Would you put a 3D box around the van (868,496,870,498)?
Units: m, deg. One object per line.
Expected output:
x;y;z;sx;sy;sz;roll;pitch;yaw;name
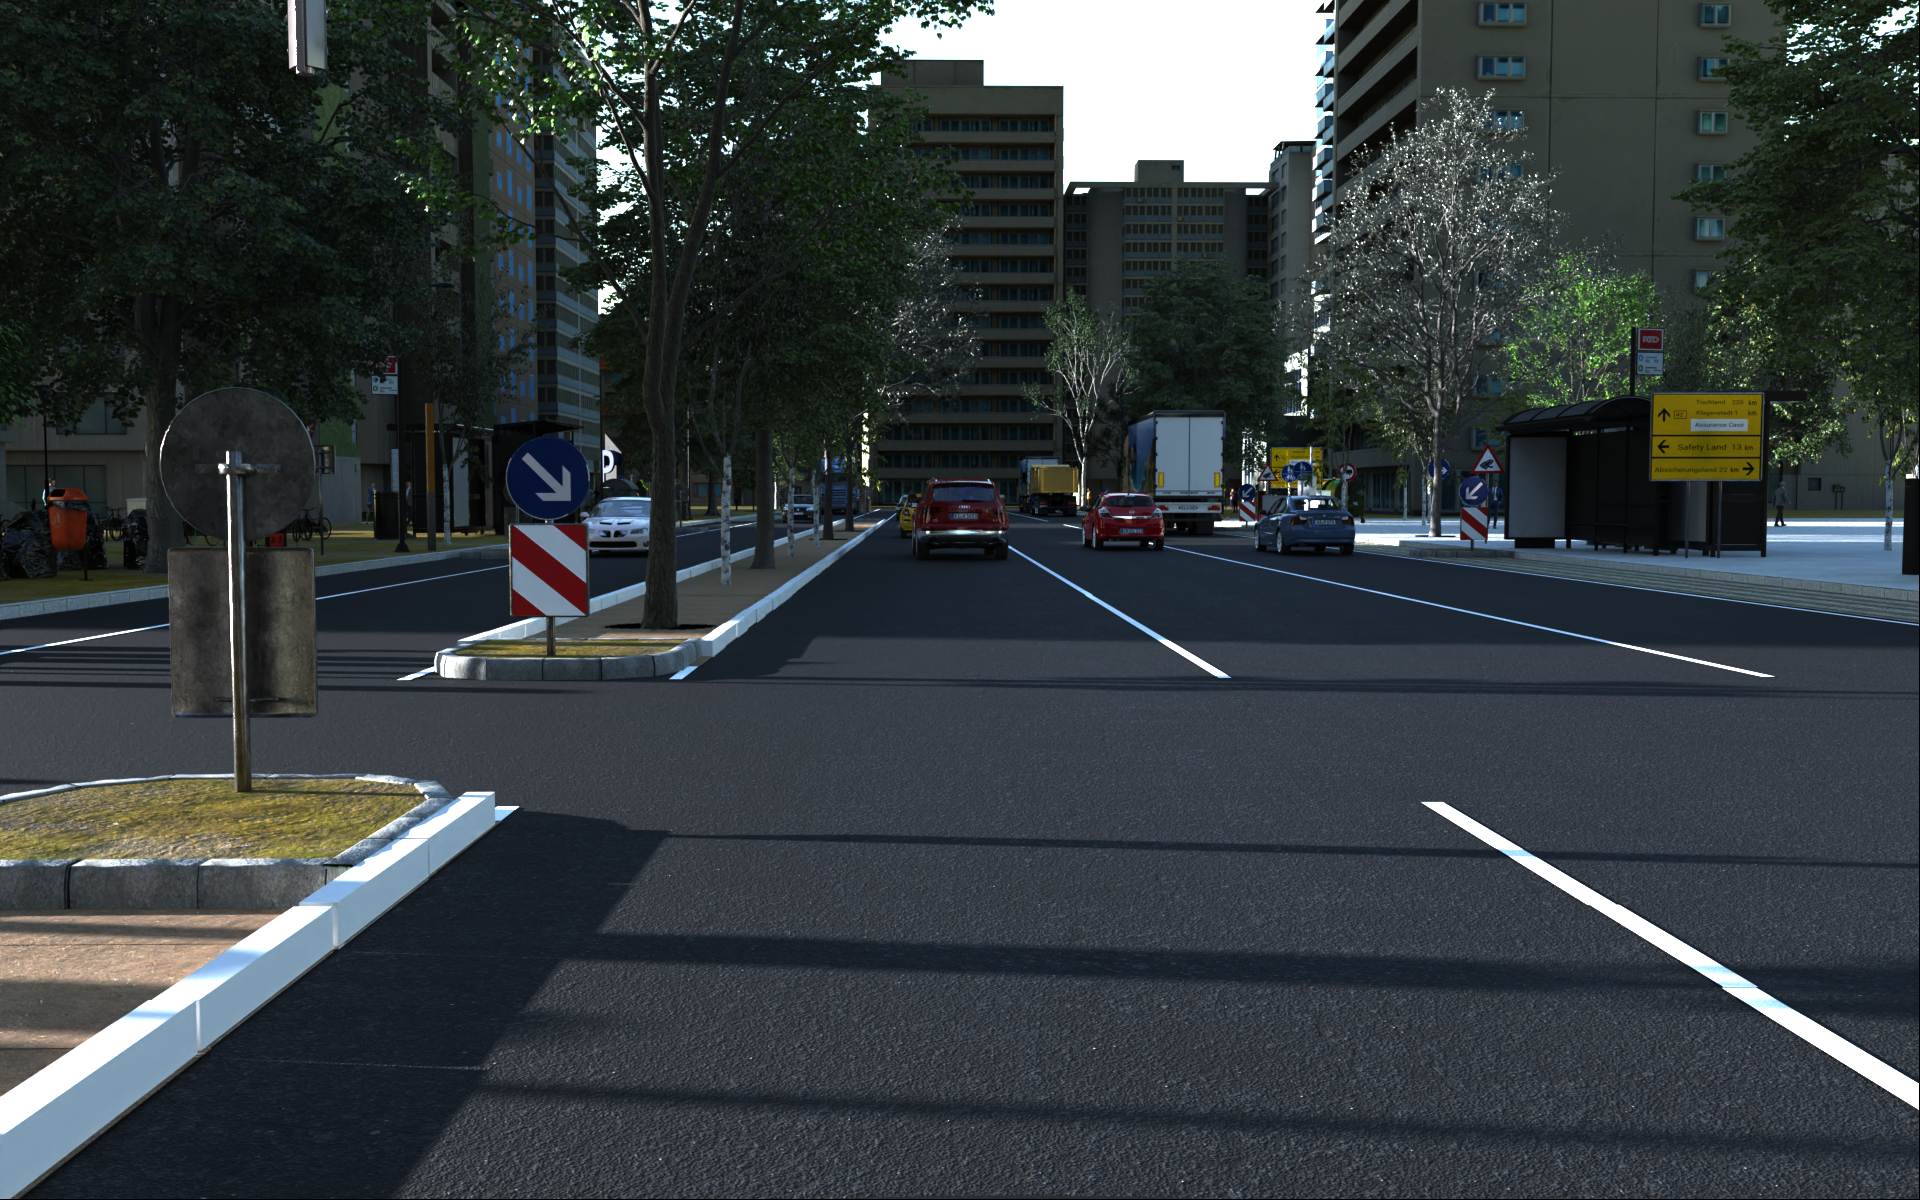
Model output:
-9.596;-9.687;165.389;2.013;2.044;4.112;0;4;0;van

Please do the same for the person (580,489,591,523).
-14.340;-3.653;65.968;0.583;1.804;0.606;0;4;7;person

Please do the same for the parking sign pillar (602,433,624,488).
-15.315;-5.372;76.303;1.447;3.967;1.447;-3;5;-44;parking sign pillar

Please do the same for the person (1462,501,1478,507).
19.507;-3.682;66.261;0.660;1.820;0.620;1;4;18;person

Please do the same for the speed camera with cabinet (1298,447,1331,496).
14.919;-4.807;72.928;0.660;3.252;2.038;3;4;37;speed camera with cabinet

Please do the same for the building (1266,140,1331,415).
42.650;-31.238;194.332;14.086;41.232;14.154;0;4;-1;building

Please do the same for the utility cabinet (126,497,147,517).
-14.743;-1.252;31.628;1.020;1.237;0.306;2;4;26;utility cabinet

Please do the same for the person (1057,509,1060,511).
8.152;-8.147;141.847;1.348;1.807;0.705;3;5;40;person

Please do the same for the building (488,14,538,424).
-35.486;-28.114;109.769;14.600;45.320;14.200;0;4;-1;building

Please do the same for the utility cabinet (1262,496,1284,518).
12.825;-3.626;70.446;1.020;1.237;0.306;2;4;24;utility cabinet

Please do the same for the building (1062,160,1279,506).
23.394;-31.322;203.995;23.993;40.220;32.217;0;4;-1;building

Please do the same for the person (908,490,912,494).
-4.457;-9.059;156.623;0.705;1.822;1.348;-1;4;-22;person

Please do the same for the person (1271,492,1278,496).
20.221;-6.243;111.297;0.628;1.438;0.799;1;4;17;person

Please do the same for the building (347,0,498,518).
-34.558;-19.842;96.111;14.160;30.474;14.107;0;4;-1;building

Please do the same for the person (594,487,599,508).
-26.663;-7.408;127.183;1.348;1.822;0.705;1;4;20;person

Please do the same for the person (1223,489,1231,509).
23.169;-8.879;151.743;1.217;1.766;0.721;-1;4;-14;person

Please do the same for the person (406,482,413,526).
-21.912;-3.815;68.813;0.661;1.777;0.834;1;4;18;person

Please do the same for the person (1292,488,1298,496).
20.597;-6.111;105.959;0.705;1.824;1.348;-1;4;-11;person

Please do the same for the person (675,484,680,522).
-13.315;-4.533;80.377;0.641;1.798;0.478;-3;5;-41;person

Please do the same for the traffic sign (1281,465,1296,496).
14.234;-4.568;74.794;0.768;2.556;0.104;0;4;5;traffic sign

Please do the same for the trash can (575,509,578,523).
-17.381;-4.018;77.345;0.748;1.137;0.748;0;3;0;trash can

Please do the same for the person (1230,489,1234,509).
23.623;-8.736;149.415;0.617;1.759;0.750;-3;5;-42;person

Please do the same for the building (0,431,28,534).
-42.052;-21.359;41.099;32.217;40.220;23.993;0;4;-1;building

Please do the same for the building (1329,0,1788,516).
36.656;-29.702;109.329;21.300;48.544;21.600;0;4;-1;building

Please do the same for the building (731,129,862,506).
-18.063;-31.187;193.506;14.086;41.232;14.154;0;4;-1;building

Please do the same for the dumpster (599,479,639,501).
-12.888;-3.652;65.465;1.264;1.857;1.865;0;4;-1;dumpster

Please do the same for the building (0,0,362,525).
-33.291;-23.527;68.256;14.154;41.232;14.086;0;4;-1;building

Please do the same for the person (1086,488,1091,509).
11.281;-8.909;151.797;0.705;1.812;1.348;-1;4;-9;person

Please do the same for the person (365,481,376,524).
-25.091;-4.149;73.908;0.654;1.822;0.581;2;4;34;person

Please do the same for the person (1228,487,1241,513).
18.646;-6.781;117.600;0.721;1.739;1.217;-3;4;-37;person

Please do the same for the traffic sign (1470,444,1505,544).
13.638;-2.742;44.836;0.884;2.594;0.081;0;4;5;traffic sign

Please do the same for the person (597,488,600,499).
-23.693;-6.611;114.951;0.721;1.723;1.217;2;4;29;person

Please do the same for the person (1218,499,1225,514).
16.243;-6.255;108.838;0.750;1.759;0.617;0;4;-1;person

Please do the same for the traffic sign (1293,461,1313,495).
13.311;-4.113;67.359;0.768;2.556;0.104;0;4;3;traffic sign

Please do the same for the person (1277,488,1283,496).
24.069;-7.544;130.075;0.721;1.739;1.217;3;4;39;person

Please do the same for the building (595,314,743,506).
-39.692;-21.714;200.064;28.899;21.520;27.650;0;4;-1;building

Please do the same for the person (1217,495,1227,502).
21.659;-8.490;144.485;1.348;1.869;0.705;1;4;22;person

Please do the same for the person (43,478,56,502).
-31.211;-3.262;59.402;0.620;1.820;0.660;0;4;2;person

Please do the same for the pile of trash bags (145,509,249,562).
-13.972;-1.243;30.082;3.447;1.369;1.912;-1;4;-12;pile of trash bags

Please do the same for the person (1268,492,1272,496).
22.686;-7.118;125.614;0.799;1.438;0.628;-2;4;-27;person

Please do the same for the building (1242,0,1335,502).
36.327;-50.274;134.656;22.319;86.520;31.000;0;4;-1;building

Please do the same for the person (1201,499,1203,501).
14.238;-5.751;100.997;0.530;1.710;0.541;-2;4;-24;person

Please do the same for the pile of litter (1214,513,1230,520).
12.872;-4.419;86.209;1.176;0.858;1.719;1;4;17;pile of litter

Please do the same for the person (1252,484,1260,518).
16.273;-5.417;94.614;0.705;1.824;1.348;3;5;41;person

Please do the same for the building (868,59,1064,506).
0.393;-35.091;197.436;21.600;48.544;21.300;0;4;-1;building

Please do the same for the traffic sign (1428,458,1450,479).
16.865;-3.730;61.091;0.768;2.556;0.104;0;4;5;traffic sign

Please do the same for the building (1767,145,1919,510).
70.517;-22.901;146.140;14.107;30.474;14.160;0;4;-1;building

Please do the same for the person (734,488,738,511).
-17.495;-7.830;134.783;0.721;1.735;1.217;-1;4;-10;person

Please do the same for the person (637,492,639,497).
-31.055;-9.722;165.681;1.217;1.739;0.721;3;5;44;person

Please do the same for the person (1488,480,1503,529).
19.788;-3.551;64.284;0.721;1.800;0.419;1;4;15;person

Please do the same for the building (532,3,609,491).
-40.925;-27.077;134.589;23.993;40.220;32.217;0;4;-1;building

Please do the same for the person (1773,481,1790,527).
32.418;-3.782;68.277;0.834;1.777;0.661;-2;4;-26;person

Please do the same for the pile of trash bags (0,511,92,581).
-14.353;-0.999;26.087;3.447;1.369;1.912;2;4;26;pile of trash bags

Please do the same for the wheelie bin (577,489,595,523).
-16.033;-4.058;74.258;0.693;1.594;0.980;1;4;11;wheelie bin

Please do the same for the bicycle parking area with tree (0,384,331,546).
-21.484;-3.568;45.342;8.231;4.147;9.016;1;4;15;bicycle parking area with tree

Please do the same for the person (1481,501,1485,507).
29.404;-5.519;96.944;0.551;1.740;0.621;-2;4;-33;person
